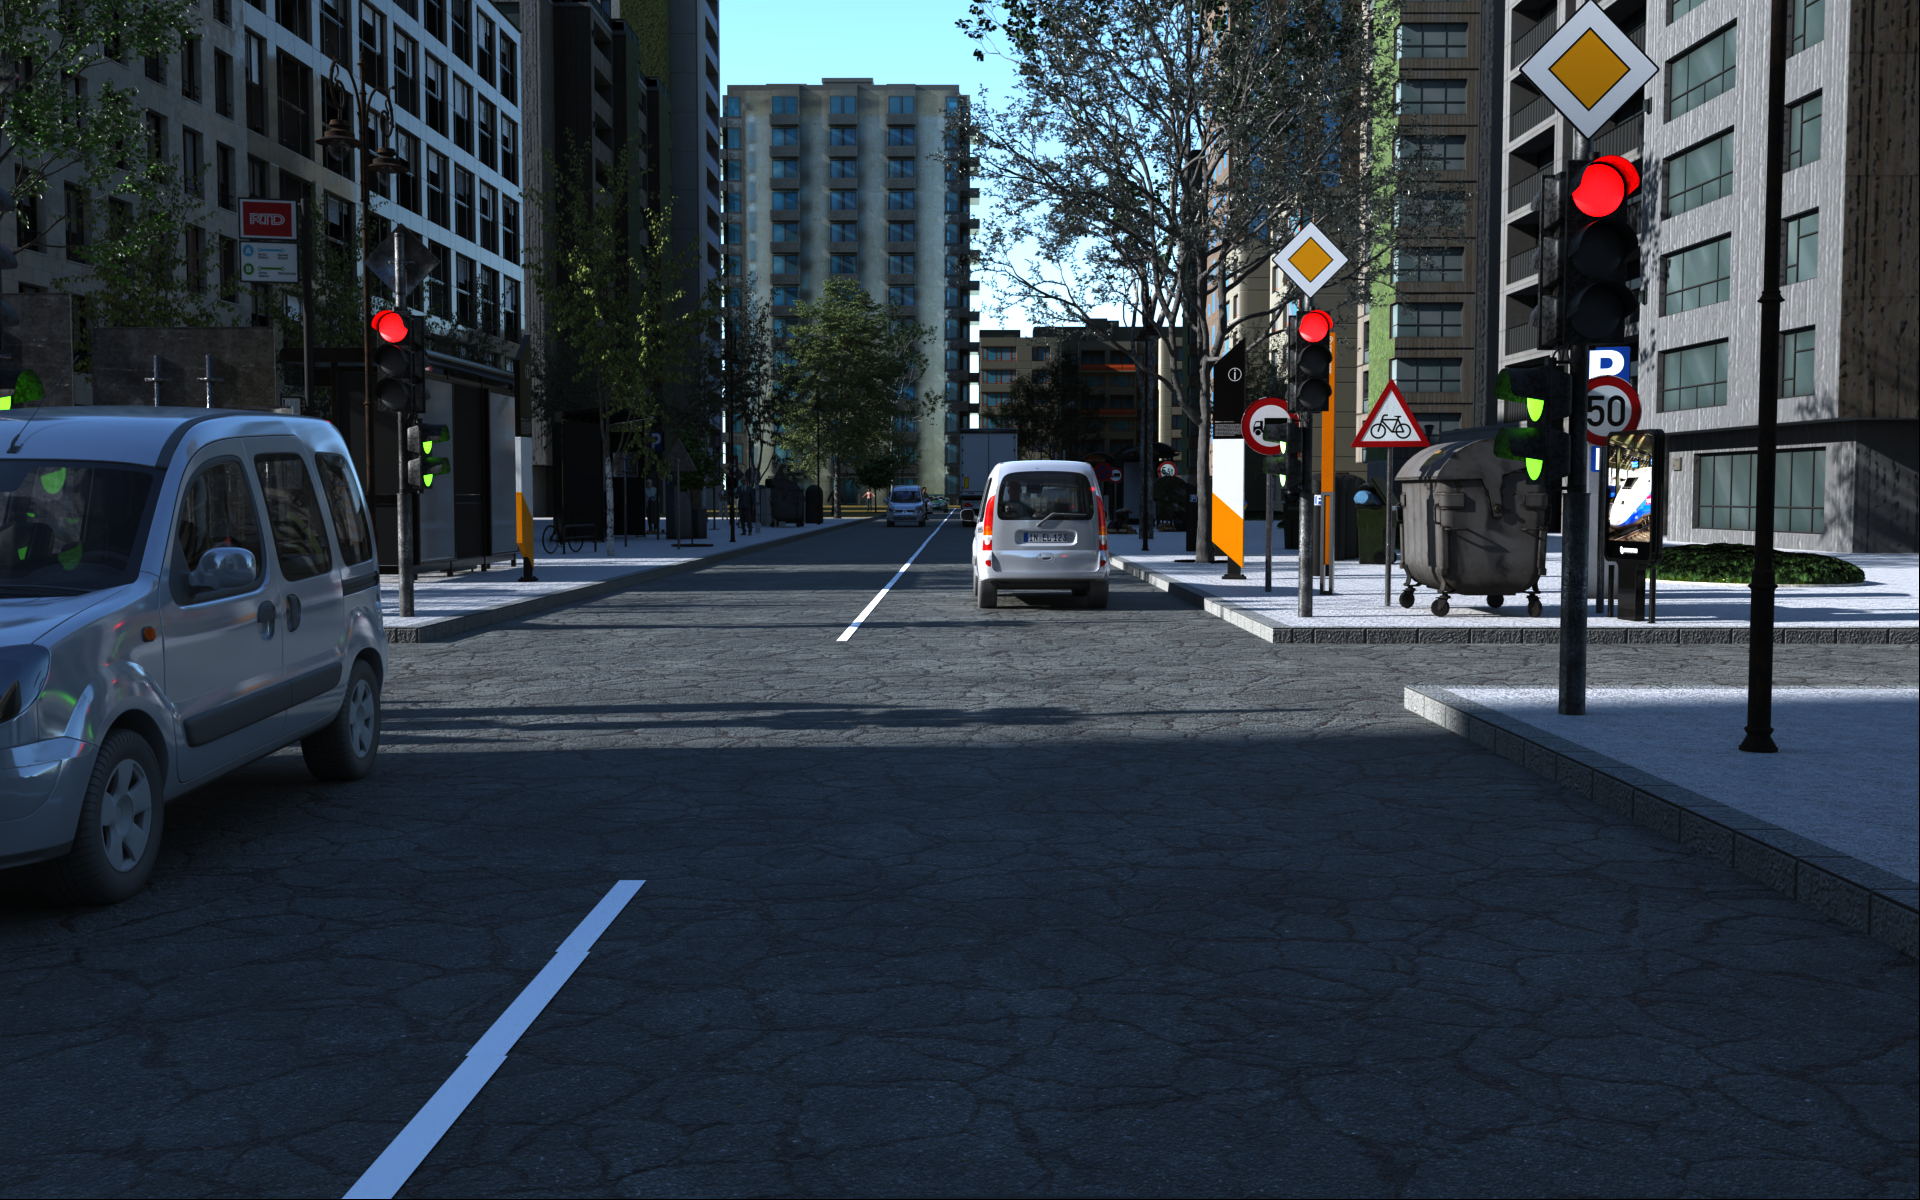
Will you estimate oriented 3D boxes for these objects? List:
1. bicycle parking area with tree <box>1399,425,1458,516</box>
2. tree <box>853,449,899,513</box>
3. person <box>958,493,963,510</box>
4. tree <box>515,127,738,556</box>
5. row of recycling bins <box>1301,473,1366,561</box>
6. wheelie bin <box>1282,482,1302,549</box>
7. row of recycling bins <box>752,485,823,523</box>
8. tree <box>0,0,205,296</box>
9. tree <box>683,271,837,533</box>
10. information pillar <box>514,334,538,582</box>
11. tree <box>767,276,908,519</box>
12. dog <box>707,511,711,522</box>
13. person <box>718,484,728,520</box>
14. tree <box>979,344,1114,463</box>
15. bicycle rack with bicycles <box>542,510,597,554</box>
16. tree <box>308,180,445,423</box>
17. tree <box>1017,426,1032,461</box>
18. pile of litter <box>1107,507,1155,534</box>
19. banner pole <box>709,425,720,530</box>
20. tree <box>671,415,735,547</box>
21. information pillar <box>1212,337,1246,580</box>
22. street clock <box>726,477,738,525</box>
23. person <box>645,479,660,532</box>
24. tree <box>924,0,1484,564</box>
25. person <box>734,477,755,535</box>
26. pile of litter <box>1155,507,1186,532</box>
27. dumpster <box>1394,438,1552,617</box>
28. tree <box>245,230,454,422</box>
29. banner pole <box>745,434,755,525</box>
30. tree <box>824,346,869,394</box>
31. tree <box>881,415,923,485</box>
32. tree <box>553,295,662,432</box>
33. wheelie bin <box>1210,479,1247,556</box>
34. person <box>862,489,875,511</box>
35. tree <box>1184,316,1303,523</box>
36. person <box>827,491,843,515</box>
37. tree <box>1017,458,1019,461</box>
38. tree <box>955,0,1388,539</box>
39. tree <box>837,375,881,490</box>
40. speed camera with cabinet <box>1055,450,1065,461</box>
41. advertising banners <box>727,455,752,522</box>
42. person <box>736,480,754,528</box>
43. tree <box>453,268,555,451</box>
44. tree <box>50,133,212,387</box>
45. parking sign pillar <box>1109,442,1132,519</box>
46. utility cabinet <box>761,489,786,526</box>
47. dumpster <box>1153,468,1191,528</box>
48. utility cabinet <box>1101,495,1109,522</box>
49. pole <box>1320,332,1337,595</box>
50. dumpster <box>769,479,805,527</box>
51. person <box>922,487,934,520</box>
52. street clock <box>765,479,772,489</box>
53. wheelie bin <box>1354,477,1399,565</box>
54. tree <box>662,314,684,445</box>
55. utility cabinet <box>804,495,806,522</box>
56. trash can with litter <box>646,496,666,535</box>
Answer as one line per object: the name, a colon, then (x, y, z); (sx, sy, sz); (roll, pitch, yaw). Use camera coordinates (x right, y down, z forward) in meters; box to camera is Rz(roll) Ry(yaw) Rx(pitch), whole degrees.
bicycle parking area with tree: (20.780, -5.316, 73.919); (9.016, 4.147, 8.231); (3, 5, 42)
tree: (-5.735, -8.281, 119.106); (4.285, 4.588, 4.351); (0, 3, 0)
person: (0.220, -4.811, 87.341); (0.592, 1.802, 0.473); (2, 4, 27)
tree: (-7.009, -5.207, 35.496); (4.737, 8.622, 4.395); (0, 3, 0)
row of recycling bins: (7.568, -1.690, 34.744); (1.069, 1.692, 3.534); (1, 4, 22)
wheelie bin: (7.924, -1.982, 40.315); (0.980, 1.594, 0.693); (2, 4, 32)
row of recycling bins: (-7.631, -4.244, 76.499); (3.534, 1.692, 1.069); (2, 4, 25)
tree: (-15.953, -6.164, 26.534); (9.928, 11.665, 9.643); (0, 3, 0)
tree: (-6.620, -6.523, 57.010); (4.360, 8.622, 3.978); (0, 3, 0)
information pillar: (-6.352, -2.073, 25.252); (0.183, 3.616, 0.504); (0, 4, 6)
tree: (-6.051, -10.544, 90.516); (7.486, 12.596, 7.792); (0, 3, 0)
dog: (-11.797, -3.840, 79.608); (0.406, 0.507, 0.540); (3, 5, 40)
person: (-11.650, -4.805, 85.153); (0.519, 1.759, 0.362); (0, 4, 1)
tree: (5.898, -10.607, 107.836); (7.601, 10.594, 8.767); (1, 4, 20)
bicycle rack with bicycles: (-9.306, -1.490, 37.747); (2.852, 0.926, 2.925); (1, 4, 11)
tree: (-14.748, -5.589, 41.736); (4.737, 8.622, 4.395); (0, 3, 0)
tree: (4.783, -12.792, 159.509); (4.737, 8.622, 4.395); (0, 3, 0)
pile of litter: (5.155, -2.554, 55.730); (1.176, 0.858, 1.719); (-3, 5, -43)
banner pole: (-8.770, -4.421, 62.307); (0.401, 3.779, 0.863); (-2, 4, -28)
tree: (-6.596, -2.915, 42.256); (1.663, 3.219, 1.824); (0, 3, 0)
information pillar: (4.051, -2.120, 26.014); (0.504, 3.616, 0.183); (1, 4, 19)
street clock: (-9.599, -4.175, 72.830); (0.471, 2.002, 0.358); (-1, 4, -17)
person: (-10.357, -3.118, 57.510); (0.782, 1.767, 0.515); (-1, 4, -13)
tree: (4.443, -7.438, 31.981); (12.009, 13.543, 11.850); (0, 3, 0)
person: (-6.713, -2.918, 53.925); (0.661, 1.801, 0.590); (0, 4, 3)
pile of litter: (7.263, -2.770, 59.257); (1.719, 0.858, 1.176); (-2, 4, -30)
dumpster: (5.527, -0.792, 18.707); (1.264, 1.857, 1.865); (0, 4, 0)
tree: (-17.089, -5.961, 47.818); (4.360, 8.622, 3.978); (0, 3, 0)
banner pole: (-8.627, -4.991, 71.614); (0.401, 3.779, 0.863); (1, 4, 10)
tree: (-7.341, -19.107, 168.280); (12.611, 20.169, 13.585); (0, 3, 0)
tree: (-5.509, -12.637, 156.978); (4.737, 8.622, 4.395); (0, 3, 0)
tree: (-13.970, -6.887, 62.960); (4.360, 8.622, 3.978); (0, 3, 0)
wheelie bin: (5.450, -1.718, 35.991); (0.980, 1.594, 0.693); (0, 4, 0)
person: (-6.837, -7.543, 130.083); (1.217, 1.736, 0.721); (2, 4, 25)
tree: (11.616, -7.453, 72.215); (4.360, 8.622, 3.978); (0, 3, 0)
person: (-7.476, -5.948, 103.847); (0.990, 1.755, 0.434); (0, 4, 2)
tree: (4.954, -10.375, 153.347); (4.285, 4.588, 4.351); (0, 3, 0)
tree: (6.808, -11.835, 49.391); (12.611, 20.169, 13.585); (0, 3, 0)
tree: (-6.904, -9.115, 99.392); (4.360, 8.622, 3.978); (0, 3, 0)
speed camera with cabinet: (5.225, -5.360, 81.974); (2.038, 3.252, 0.660); (0, 4, 2)
advertising banners: (-9.519, -5.015, 78.184); (2.074, 3.025, 0.090); (-2, 4, -24)
person: (-8.141, -3.634, 65.487); (0.654, 1.822, 0.581); (0, 4, 0)
tree: (-16.170, -6.531, 57.150); (4.360, 8.622, 3.978); (0, 3, 0)
tree: (-17.028, -5.246, 36.132); (4.737, 8.622, 4.395); (0, 3, 0)
parking sign pillar: (8.197, -6.163, 89.233); (1.447, 3.967, 1.447); (0, 4, -7)
utility cabinet: (-7.488, -3.710, 69.337); (0.318, 1.500, 1.173); (2, 4, 35)
dumpster: (7.849, -3.841, 65.293); (1.502, 2.255, 1.985); (0, 4, 0)
utility cabinet: (6.688, -4.231, 80.345); (0.306, 1.237, 1.020); (1, 4, 11)
pole: (4.684, -1.723, 22.009); (0.158, 3.312, 0.155); (0, 3, 0)
dumpster: (-6.727, -3.764, 67.307); (1.264, 1.857, 1.865); (0, 4, 0)
person: (-1.931, -5.283, 94.889); (0.705, 1.823, 1.348); (3, 5, 43)
street clock: (-8.960, -4.685, 81.172); (0.358, 2.002, 0.471); (1, 4, 11)
wheelie bin: (7.630, -1.460, 31.785); (0.693, 1.594, 0.980); (2, 4, 33)
tree: (-10.451, -7.246, 68.837); (4.360, 8.622, 3.978); (0, 3, 0)
utility cabinet: (-6.954, -4.148, 78.983); (0.306, 1.237, 1.020); (-3, 5, -41)
trash can with litter: (-9.664, -2.725, 55.608); (1.678, 1.210, 2.233); (0, 4, 7)
